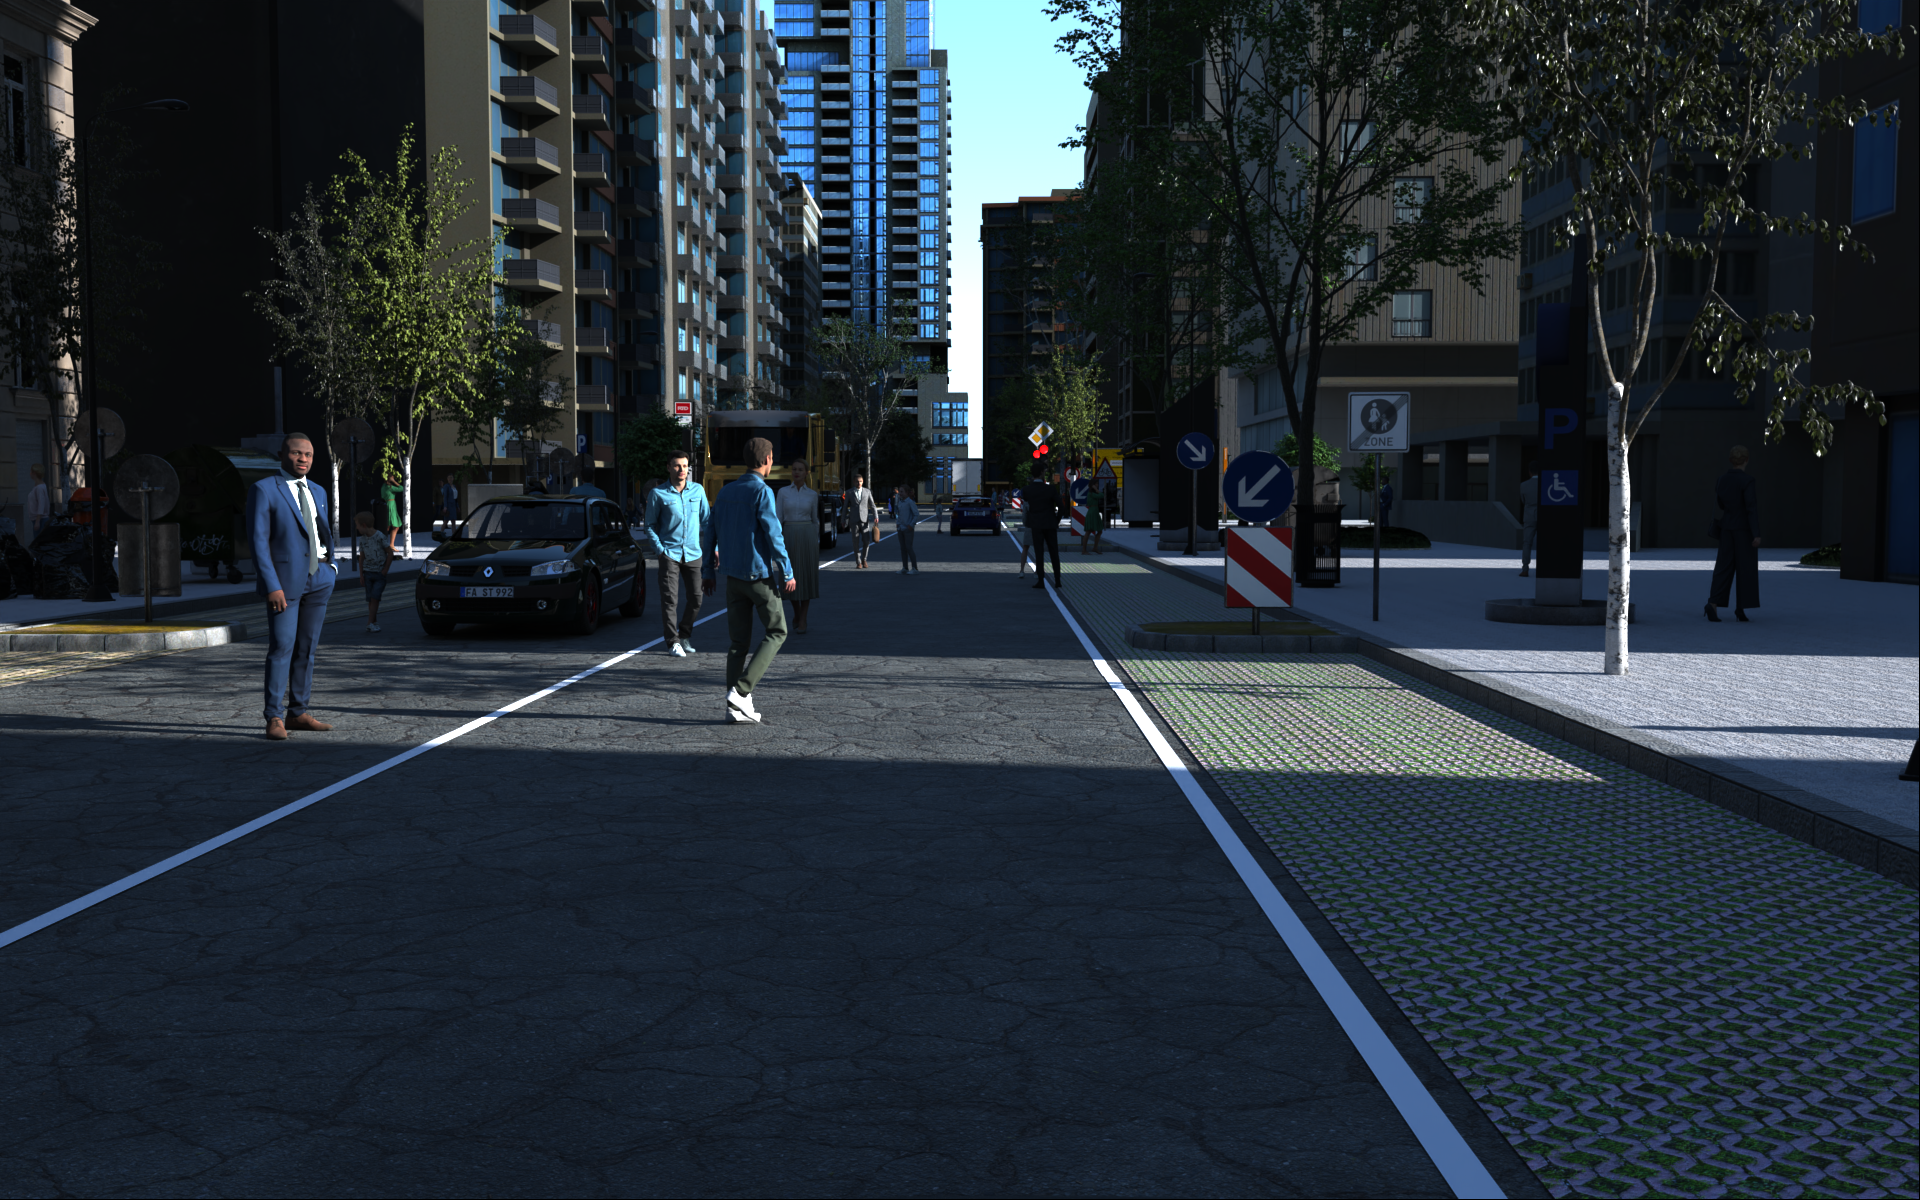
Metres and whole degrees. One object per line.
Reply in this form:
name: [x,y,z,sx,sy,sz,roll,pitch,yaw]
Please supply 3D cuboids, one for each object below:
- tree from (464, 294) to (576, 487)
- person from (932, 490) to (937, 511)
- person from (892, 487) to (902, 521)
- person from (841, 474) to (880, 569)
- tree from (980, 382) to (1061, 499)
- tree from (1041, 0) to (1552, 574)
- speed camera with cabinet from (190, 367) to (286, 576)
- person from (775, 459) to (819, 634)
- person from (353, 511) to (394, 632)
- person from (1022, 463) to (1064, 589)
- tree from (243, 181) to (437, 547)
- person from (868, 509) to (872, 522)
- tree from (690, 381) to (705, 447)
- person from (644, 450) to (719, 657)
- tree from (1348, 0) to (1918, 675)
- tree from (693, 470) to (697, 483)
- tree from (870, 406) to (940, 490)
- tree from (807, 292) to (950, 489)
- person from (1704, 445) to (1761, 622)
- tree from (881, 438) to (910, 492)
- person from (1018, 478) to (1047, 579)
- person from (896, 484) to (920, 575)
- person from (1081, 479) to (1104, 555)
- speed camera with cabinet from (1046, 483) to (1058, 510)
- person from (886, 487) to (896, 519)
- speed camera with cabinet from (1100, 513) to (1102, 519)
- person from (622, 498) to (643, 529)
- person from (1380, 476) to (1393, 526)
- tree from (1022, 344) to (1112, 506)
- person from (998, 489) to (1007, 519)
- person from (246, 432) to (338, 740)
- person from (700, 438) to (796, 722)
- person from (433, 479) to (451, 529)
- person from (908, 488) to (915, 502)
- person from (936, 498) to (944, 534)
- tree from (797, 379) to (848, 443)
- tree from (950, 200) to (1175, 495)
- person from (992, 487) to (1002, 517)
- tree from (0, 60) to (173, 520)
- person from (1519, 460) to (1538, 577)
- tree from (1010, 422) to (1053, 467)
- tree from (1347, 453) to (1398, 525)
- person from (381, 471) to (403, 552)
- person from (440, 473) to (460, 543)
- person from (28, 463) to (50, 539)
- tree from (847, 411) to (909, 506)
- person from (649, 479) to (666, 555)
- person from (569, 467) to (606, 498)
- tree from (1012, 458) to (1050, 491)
tree: [-15.858,-6.905,63.252,4.360,8.622,3.978,0,3,0]
person: [-2.202,-8.485,147.506,0.520,1.790,0.573,3,5,44]
person: [-3.158,-4.825,87.740,0.623,1.781,0.721,1,4,13]
person: [-1.915,-1.510,33.312,0.709,1.813,0.853,-1,4,-14]
tree: [7.221,-17.673,195.606,9.857,13.997,8.962,0,3,0]
tree: [5.511,-6.262,28.146,9.928,11.665,9.643,0,3,0]
speed camera with cabinet: [-11.289,-2.011,27.219,2.038,3.252,0.660,2,4,32]
person: [-1.686,-0.567,17.999,0.478,1.798,0.641,0,4,3]
person: [-6.104,-0.297,18.043,0.352,1.250,0.332,-3,5,-42]
person: [1.258,-1.133,26.393,0.648,1.900,0.474,0,4,-6]
tree: [-14.926,-5.599,41.905,4.360,8.622,3.978,0,3,0]
person: [-4.723,-4.453,86.805,0.738,1.151,1.012,-2,4,-27]
tree: [-14.405,-9.410,104.208,4.360,8.622,3.978,0,3,0]
person: [-2.508,-0.427,15.503,0.660,1.820,0.620,-2,4,-34]
tree: [4.628,-3.761,11.850,4.360,8.622,3.978,0,3,0]
tree: [-15.956,-6.971,108.580,1.663,3.219,1.824,0,3,0]
tree: [-7.635,-18.904,226.093,9.611,12.733,9.660,0,3,0]
tree: [-7.265,-18.676,161.243,12.611,20.169,13.585,0,3,0]
person: [7.781,-0.666,17.360,0.534,1.772,0.576,-3,5,-44]
tree: [-8.248,-15.880,210.003,4.360,8.622,3.978,0,3,0]
person: [1.263,-1.215,29.376,0.512,1.701,0.522,0,4,-7]
person: [-0.972,-1.264,30.977,0.330,1.601,0.589,-2,4,-31]
person: [3.114,-1.958,40.760,0.529,1.795,0.600,0,4,-3]
speed camera with cabinet: [6.797,-8.392,131.539,0.660,3.252,2.038,-3,4,-36]
person: [-3.852,-5.667,100.936,0.659,1.850,0.755,3,5,44]
speed camera with cabinet: [6.181,-5.127,78.163,0.660,3.252,2.038,0,4,-3]
person: [-11.906,-3.150,63.050,1.012,1.151,0.738,0,4,6]
person: [12.406,-2.717,50.644,0.419,1.800,0.721,-1,4,-16]
tree: [5.493,-8.173,83.994,4.737,8.622,4.395,0,3,0]
person: [2.337,-5.393,97.508,0.643,1.720,0.563,3,5,43]
person: [-4.021,-0.106,10.415,0.419,1.800,0.721,1,4,19]
person: [-1.338,-0.121,10.823,0.601,1.785,0.444,3,5,44]
person: [-19.167,-3.534,63.728,0.836,1.842,0.656,0,4,5]
person: [-3.270,-6.615,116.631,0.573,1.828,0.580,3,5,43]
person: [-0.721,-3.064,62.873,0.394,1.301,0.425,-3,5,-41]
tree: [-9.183,-9.806,110.683,4.737,8.622,4.395,0,3,0]
tree: [7.637,-15.480,108.987,12.611,20.169,13.585,0,3,0]
person: [2.062,-5.716,101.812,0.748,1.841,0.638,1,4,17]
tree: [-15.168,-4.806,28.939,4.360,8.622,3.978,0,3,0]
person: [8.959,-1.266,26.916,0.511,1.800,0.466,1,4,11]
tree: [7.125,-13.412,169.644,4.360,8.622,3.978,0,3,0]
tree: [15.102,-4.233,63.814,1.663,3.219,1.824,0,3,0]
person: [-12.467,-1.925,37.771,0.600,1.795,0.529,3,5,44]
person: [-13.270,-2.382,45.015,0.654,1.822,0.581,3,4,36]
person: [-13.702,-1.183,26.063,0.598,1.740,0.731,-3,4,-36]
tree: [-9.381,-15.843,193.443,8.767,10.594,7.601,3,5,42]
person: [-7.032,-1.934,40.464,0.374,1.781,0.599,-2,4,-26]
person: [-5.434,-1.016,25.128,0.660,1.820,0.620,-2,4,-24]
tree: [6.431,-10.564,156.427,4.285,4.588,4.351,0,3,0]
